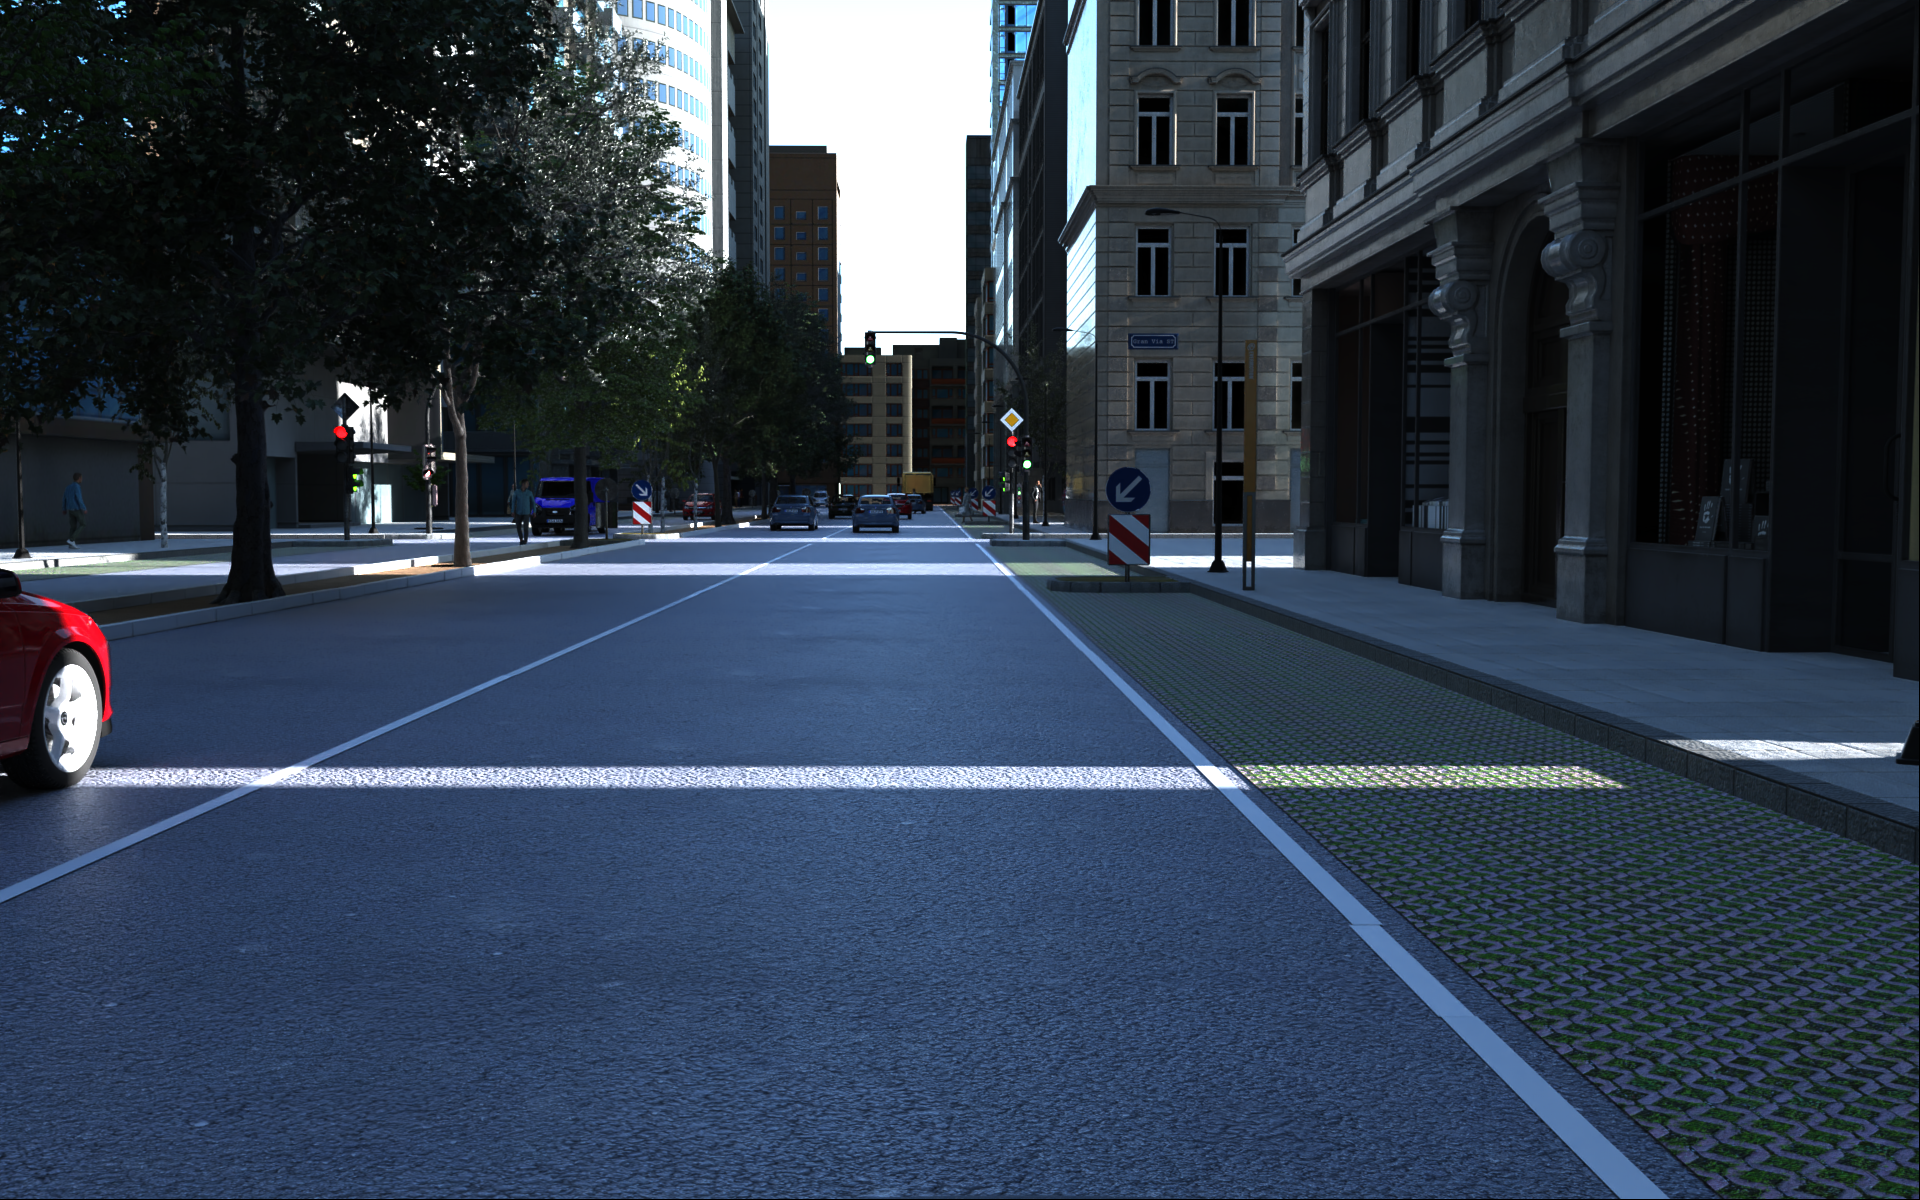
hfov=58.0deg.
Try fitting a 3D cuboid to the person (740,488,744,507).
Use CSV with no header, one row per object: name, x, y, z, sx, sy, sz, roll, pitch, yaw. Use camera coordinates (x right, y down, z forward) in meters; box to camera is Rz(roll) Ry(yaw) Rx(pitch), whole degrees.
person,-21.194,-9.909,168.011,0.705,1.831,1.348,0,4,3

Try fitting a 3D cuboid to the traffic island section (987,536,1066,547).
traffic island section,1.866,-1.607,48.563,2.009,0.180,2.903,0,4,-1

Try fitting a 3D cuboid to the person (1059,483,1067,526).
person,4.385,-3.897,70.604,0.643,1.720,0.563,2,4,35

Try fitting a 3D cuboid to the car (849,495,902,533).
car,-3.193,-3.276,65.570,2.014,1.417,4.499,0,4,-3

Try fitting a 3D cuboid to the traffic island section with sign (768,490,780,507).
traffic island section with sign,-19.469,-10.789,185.019,1.989,1.847,2.006,0,4,-1

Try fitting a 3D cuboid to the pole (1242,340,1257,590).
pole,3.853,-1.786,23.038,0.158,3.312,0.155,0,3,0

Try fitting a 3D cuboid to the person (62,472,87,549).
person,-20.615,-2.074,40.292,0.601,1.785,0.444,3,4,37

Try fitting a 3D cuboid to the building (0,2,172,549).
building,-29.075,-23.868,40.356,14.200,45.320,14.600,0,4,-1

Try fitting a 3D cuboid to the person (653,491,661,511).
person,-22.797,-7.578,130.145,0.606,1.804,0.583,-2,4,-30

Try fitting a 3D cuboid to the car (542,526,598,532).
car,-14.849,-3.317,66.591,2.083,1.381,4.827,0,4,-1

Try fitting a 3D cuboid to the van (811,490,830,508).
van,-14.990,-10.952,186.072,2.013,2.044,4.112,0,4,-2

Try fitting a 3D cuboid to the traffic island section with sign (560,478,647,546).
traffic island section with sign,-10.030,-2.473,48.567,2.006,1.907,1.989,0,4,-1

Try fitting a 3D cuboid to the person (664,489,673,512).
person,-20.684,-7.129,122.563,0.822,1.834,0.622,-1,4,-12

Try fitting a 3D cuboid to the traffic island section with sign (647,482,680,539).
traffic island section with sign,-10.168,-2.926,55.973,2.006,1.907,1.989,0,4,-1

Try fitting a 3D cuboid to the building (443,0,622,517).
building,-33.348,-29.799,106.829,23.786,49.044,30.456,0,4,-1

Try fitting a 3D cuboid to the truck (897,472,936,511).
truck,-3.707,-9.444,150.325,3.469,3.379,9.791,0,4,-3

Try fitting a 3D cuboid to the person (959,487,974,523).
person,0.334,-4.613,84.282,0.694,1.780,0.624,-3,4,-38

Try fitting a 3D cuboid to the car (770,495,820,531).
car,-6.607,-3.490,69.064,2.014,1.417,4.499,0,4,-2

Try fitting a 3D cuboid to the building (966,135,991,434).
building,7.622,-31.606,200.344,14.154,41.232,14.086,0,4,-1

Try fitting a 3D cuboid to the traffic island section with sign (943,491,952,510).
traffic island section with sign,-0.310,-9.153,158.281,1.989,1.847,2.006,0,4,-1

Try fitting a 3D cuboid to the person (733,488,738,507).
person,-21.519,-9.791,166.135,0.705,1.824,1.348,-2,4,-24

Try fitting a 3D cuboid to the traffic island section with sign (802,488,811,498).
traffic island section with sign,-11.669,-7.521,131.096,2.006,1.907,1.989,0,4,-1

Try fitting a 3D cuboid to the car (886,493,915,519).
car,-3.669,-5.560,99.941,2.155,1.783,4.494,0,4,-1

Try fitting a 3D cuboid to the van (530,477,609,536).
van,-13.810,-3.490,61.445,2.240,2.365,5.245,0,4,-1

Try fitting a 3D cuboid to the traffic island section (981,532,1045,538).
traffic island section,1.707,-2.096,56.547,2.009,0.180,2.903,0,4,-1

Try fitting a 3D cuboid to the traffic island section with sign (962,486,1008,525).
traffic island section with sign,1.225,-4.435,81.141,1.989,1.847,2.006,0,4,-1

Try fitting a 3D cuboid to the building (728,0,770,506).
building,-32.524,-46.301,195.277,20.611,71.187,20.563,0,4,-1

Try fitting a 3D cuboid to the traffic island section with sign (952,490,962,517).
traffic island section with sign,0.697,-6.083,108.091,1.989,1.847,2.006,0,4,-1

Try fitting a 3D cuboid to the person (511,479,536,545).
person,-11.661,-2.326,46.391,0.638,1.841,0.748,0,4,-1

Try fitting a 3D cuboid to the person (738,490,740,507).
person,-21.836,-10.067,171.580,0.436,1.711,0.756,3,5,40

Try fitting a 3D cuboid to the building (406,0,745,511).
building,-36.805,-35.639,171.936,28.713,52.752,27.495,0,4,-1

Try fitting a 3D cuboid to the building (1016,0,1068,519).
building,10.591,-18.068,88.922,14.314,27.812,24.014,0,4,-1

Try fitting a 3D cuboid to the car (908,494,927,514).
car,-3.422,-7.044,127.175,2.014,1.417,4.499,0,4,1

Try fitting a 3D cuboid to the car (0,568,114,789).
car,-5.206,0.116,7.138,2.155,1.783,4.494,0,4,-1

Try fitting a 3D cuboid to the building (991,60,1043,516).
building,8.190,-20.727,116.376,11.434,29.767,29.804,0,4,-1

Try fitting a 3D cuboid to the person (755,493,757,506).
person,-21.782,-10.719,184.553,0.557,1.426,1.065,0,4,5

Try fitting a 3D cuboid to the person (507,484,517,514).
person,-20.825,-4.553,80.967,0.782,1.767,0.515,1,4,16

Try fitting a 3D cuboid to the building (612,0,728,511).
building,-31.415,-36.823,144.060,21.231,58.520,28.212,0,4,-1

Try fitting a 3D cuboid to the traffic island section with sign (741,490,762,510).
traffic island section with sign,-18.931,-9.140,158.070,1.989,1.847,2.006,0,4,-1

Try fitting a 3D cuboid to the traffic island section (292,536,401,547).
traffic island section,-17.072,-1.585,48.193,2.009,0.180,2.903,0,4,-1

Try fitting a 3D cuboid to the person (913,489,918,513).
person,-3.414,-7.464,130.442,0.656,1.842,0.836,1,4,19

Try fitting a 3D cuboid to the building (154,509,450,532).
building,-35.935,-29.389,69.751,28.713,52.752,27.495,0,4,-1

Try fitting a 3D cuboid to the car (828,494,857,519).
car,-6.741,-5.577,100.969,2.009,1.686,4.222,0,4,-1

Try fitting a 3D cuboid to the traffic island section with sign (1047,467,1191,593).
traffic island section with sign,2.322,-1.057,25.914,1.989,1.847,2.006,0,4,-1

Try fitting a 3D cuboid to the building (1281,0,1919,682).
building,10.236,-10.841,28.152,10.553,20.767,40.483,0,4,-1

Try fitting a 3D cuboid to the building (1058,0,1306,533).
building,16.327,-16.160,61.483,25.104,27.353,12.463,0,4,-1

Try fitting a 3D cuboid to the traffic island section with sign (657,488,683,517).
traffic island section with sign,-17.954,-6.138,108.984,1.989,1.847,2.006,0,4,-1

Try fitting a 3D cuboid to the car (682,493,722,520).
car,-14.354,-5.355,96.600,2.155,1.783,4.494,0,4,-1

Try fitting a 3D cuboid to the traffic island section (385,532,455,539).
traffic island section,-17.231,-2.073,56.177,2.009,0.180,2.903,0,4,-1

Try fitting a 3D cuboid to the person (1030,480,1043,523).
person,3.398,-4.321,76.050,0.474,1.900,0.648,2,4,24
